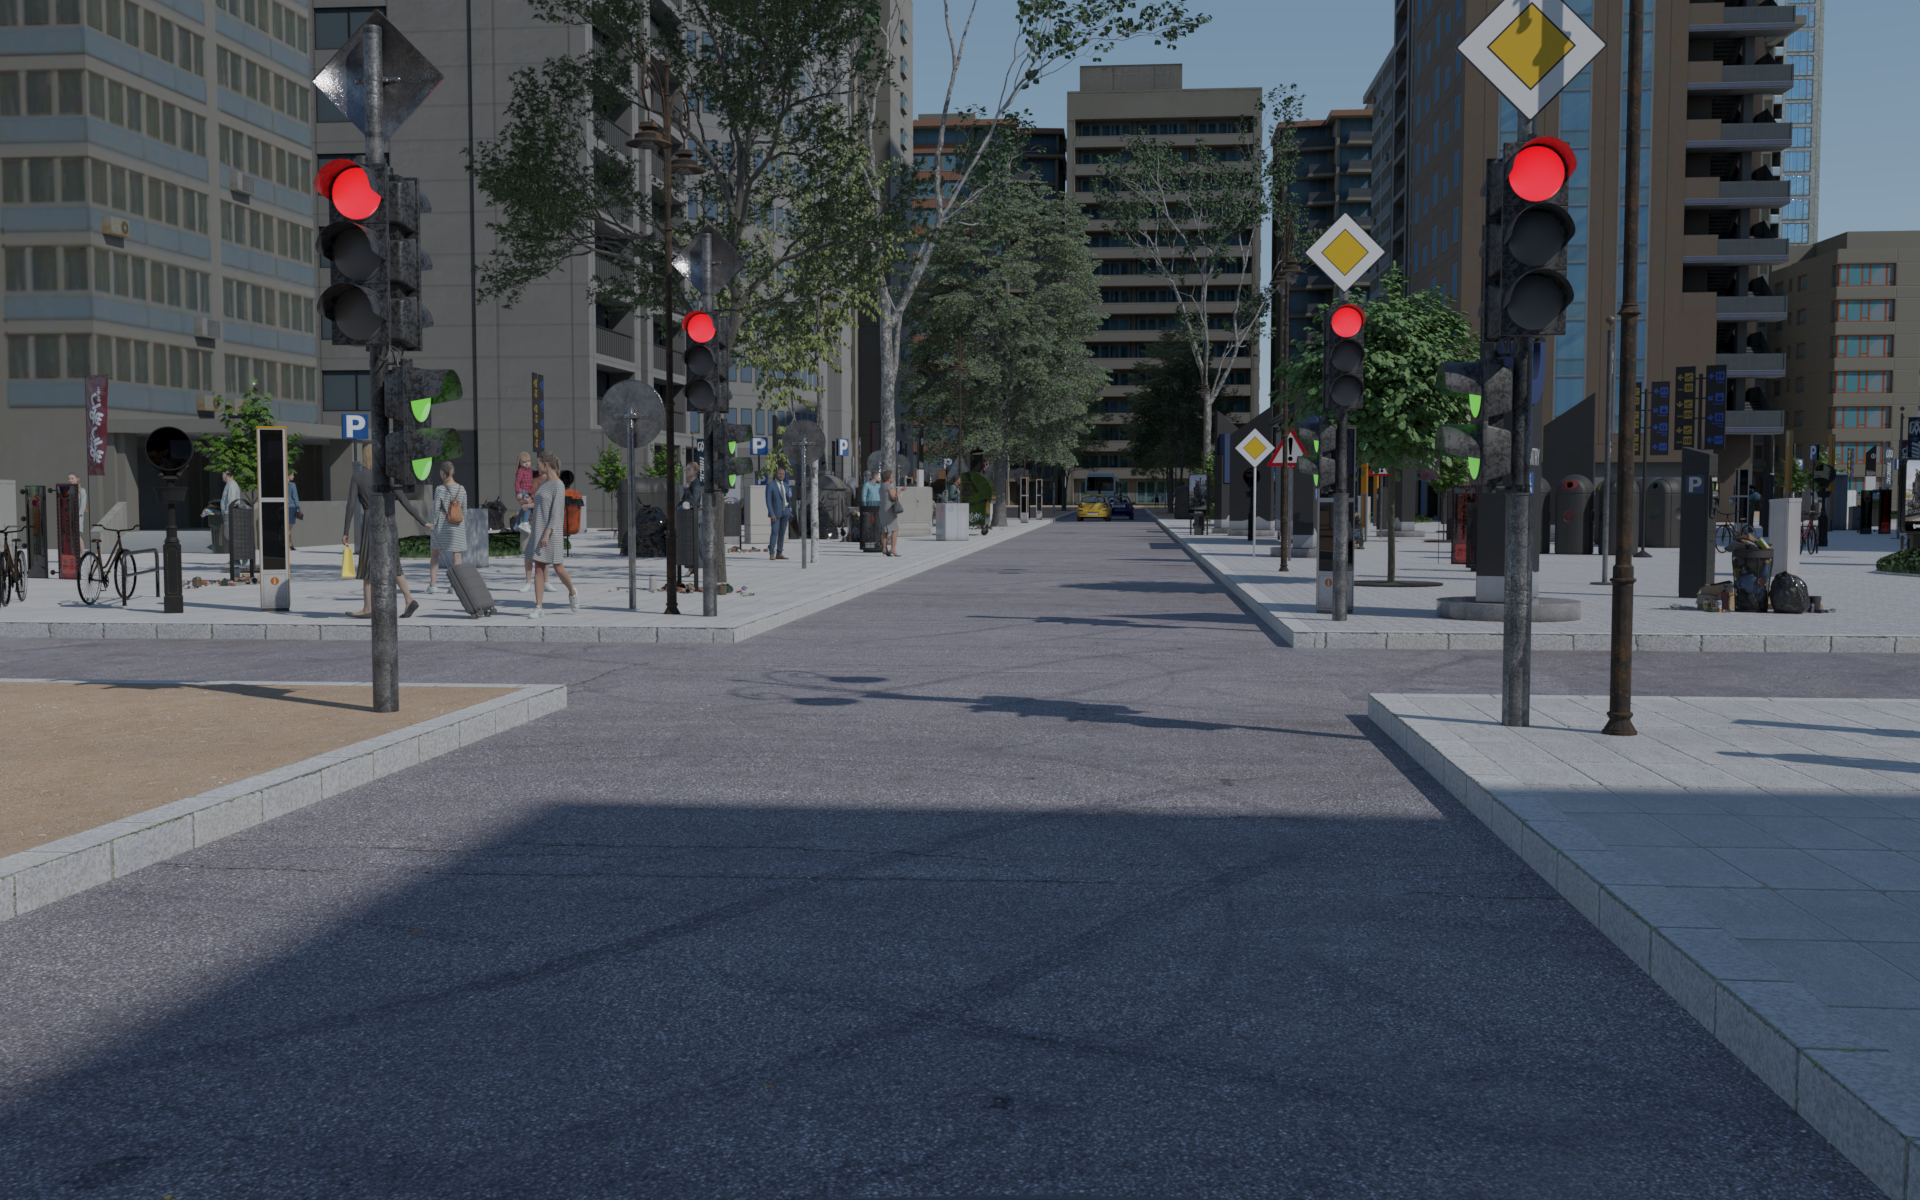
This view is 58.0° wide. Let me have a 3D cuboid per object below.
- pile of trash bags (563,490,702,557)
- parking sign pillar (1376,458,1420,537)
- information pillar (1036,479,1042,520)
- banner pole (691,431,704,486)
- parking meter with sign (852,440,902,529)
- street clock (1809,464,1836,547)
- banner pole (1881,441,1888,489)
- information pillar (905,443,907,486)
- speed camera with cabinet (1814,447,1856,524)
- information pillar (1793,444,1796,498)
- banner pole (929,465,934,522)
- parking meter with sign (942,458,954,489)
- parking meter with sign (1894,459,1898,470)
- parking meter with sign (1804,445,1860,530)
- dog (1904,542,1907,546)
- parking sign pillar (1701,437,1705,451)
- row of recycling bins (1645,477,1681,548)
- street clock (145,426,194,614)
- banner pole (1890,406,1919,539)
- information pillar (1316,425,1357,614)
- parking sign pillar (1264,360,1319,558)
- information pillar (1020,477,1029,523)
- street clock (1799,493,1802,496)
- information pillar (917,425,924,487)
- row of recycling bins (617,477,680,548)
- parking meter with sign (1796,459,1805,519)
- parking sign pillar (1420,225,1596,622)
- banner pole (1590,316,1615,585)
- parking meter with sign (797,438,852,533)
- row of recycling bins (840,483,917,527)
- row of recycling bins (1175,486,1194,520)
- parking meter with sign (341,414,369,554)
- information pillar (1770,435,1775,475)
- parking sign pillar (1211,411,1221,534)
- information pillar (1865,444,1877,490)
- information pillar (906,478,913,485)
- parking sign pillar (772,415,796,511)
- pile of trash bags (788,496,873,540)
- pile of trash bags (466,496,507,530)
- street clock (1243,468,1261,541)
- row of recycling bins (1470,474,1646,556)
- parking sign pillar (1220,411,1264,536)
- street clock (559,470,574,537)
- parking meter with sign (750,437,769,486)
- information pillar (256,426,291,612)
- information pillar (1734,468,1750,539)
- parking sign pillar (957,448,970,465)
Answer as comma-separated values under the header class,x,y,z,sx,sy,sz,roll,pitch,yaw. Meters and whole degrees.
class,x,y,z,sx,sy,sz,roll,pitch,yaw
pile of trash bags,-6.646,-1.590,35.751,3.447,1.369,1.912,0,4,-7
parking sign pillar,13.239,-3.881,51.921,1.447,3.967,1.447,0,4,-5
information pillar,3.908,-4.955,85.503,0.304,2.012,0.304,0,4,3
banner pole,-10.386,-4.822,68.854,0.863,3.779,0.401,-1,4,-15
parking meter with sign,-2.779,-3.670,56.273,1.738,3.016,0.543,-1,4,-13
street clock,21.081,-2.307,42.287,0.358,2.002,0.471,-3,4,-38
banner pole,43.549,-5.592,81.447,0.863,3.779,0.401,-1,4,-17
information pillar,-2.446,-5.362,79.029,0.183,3.616,0.504,0,3,0
speed camera with cabinet,36.880,-4.814,73.047,2.038,3.252,0.660,-2,4,-25
information pillar,39.100,-5.522,81.636,0.183,3.616,0.504,-2,4,-33
banner pole,-1.427,-5.572,81.122,0.401,3.779,0.863,0,4,0
parking meter with sign,-0.396,-5.337,83.527,0.543,3.016,1.738,1,4,13
parking meter with sign,46.085,-5.382,84.264,0.543,3.016,1.738,0,4,6
parking meter with sign,30.950,-3.969,61.153,1.738,3.016,0.543,0,4,-1
dog,23.667,-1.553,43.125,0.748,0.427,0.550,0,4,-2
parking sign pillar,31.684,-5.258,74.441,1.447,3.967,1.447,1,4,17
row of recycling bins,16.761,-2.177,42.701,1.069,1.692,3.534,0,4,-6
street clock,-8.485,-0.860,18.634,0.471,2.002,0.358,-1,4,-22
banner pole,27.095,-3.635,49.442,0.863,3.779,0.401,1,4,15
information pillar,4.029,-0.861,18.563,0.304,2.012,0.304,3,5,40
parking sign pillar,7.104,-2.875,35.482,1.447,3.967,1.447,1,4,16
information pillar,2.847,-4.402,76.461,0.304,2.012,0.304,1,4,15
street clock,42.304,-5.040,86.978,0.471,2.002,0.358,0,4,0
information pillar,-1.347,-4.129,58.869,0.183,3.616,0.504,1,4,18
row of recycling bins,-7.565,-2.161,42.451,1.069,1.692,3.534,0,4,4
parking meter with sign,41.839,-5.446,85.295,0.543,3.016,1.738,-1,4,-16
parking sign pillar,5.703,-1.801,17.912,1.447,3.967,1.447,2,4,28
banner pole,9.227,-2.117,24.622,0.401,3.779,0.863,2,4,25
parking meter with sign,-4.374,-3.583,54.835,1.738,3.016,0.543,2,4,33
row of recycling bins,-3.151,-3.638,66.598,3.534,1.692,1.069,1,4,10
row of recycling bins,12.011,-4.975,88.462,1.069,1.692,3.534,2,4,30
parking meter with sign,-12.704,-2.490,36.976,0.543,3.016,1.738,-2,4,-32
information pillar,32.363,-4.751,69.036,0.183,3.616,0.504,2,4,30
parking sign pillar,8.916,-4.146,56.258,1.447,3.967,1.447,-2,4,-27
information pillar,42.784,-5.506,81.384,0.504,3.616,0.183,0,4,-1
information pillar,-2.258,-4.431,76.939,0.304,2.012,0.304,0,4,-2
parking sign pillar,-6.051,-4.359,59.742,1.447,3.967,1.447,1,4,14
pile of trash bags,-3.876,-2.433,49.537,3.447,1.369,1.912,0,4,-2
pile of trash bags,-16.651,-3.182,61.784,3.447,1.369,1.912,1,4,14
street clock,8.001,-2.629,47.546,0.471,2.002,0.358,1,4,11
row of recycling bins,12.644,-1.831,37.045,3.534,1.692,1.069,2,4,27
parking sign pillar,8.955,-3.955,53.135,1.447,3.967,1.447,1,4,22
street clock,-11.852,-2.906,52.084,0.471,2.002,0.358,-3,5,-39
parking meter with sign,-6.019,-3.422,52.203,0.543,3.016,1.738,-1,4,-9
information pillar,-7.510,-0.884,18.952,0.304,2.012,0.304,-1,4,-20
information pillar,22.330,-2.751,49.473,0.304,2.012,0.304,0,4,8
parking sign pillar,0.179,-5.468,77.870,1.447,3.967,1.447,0,4,6
